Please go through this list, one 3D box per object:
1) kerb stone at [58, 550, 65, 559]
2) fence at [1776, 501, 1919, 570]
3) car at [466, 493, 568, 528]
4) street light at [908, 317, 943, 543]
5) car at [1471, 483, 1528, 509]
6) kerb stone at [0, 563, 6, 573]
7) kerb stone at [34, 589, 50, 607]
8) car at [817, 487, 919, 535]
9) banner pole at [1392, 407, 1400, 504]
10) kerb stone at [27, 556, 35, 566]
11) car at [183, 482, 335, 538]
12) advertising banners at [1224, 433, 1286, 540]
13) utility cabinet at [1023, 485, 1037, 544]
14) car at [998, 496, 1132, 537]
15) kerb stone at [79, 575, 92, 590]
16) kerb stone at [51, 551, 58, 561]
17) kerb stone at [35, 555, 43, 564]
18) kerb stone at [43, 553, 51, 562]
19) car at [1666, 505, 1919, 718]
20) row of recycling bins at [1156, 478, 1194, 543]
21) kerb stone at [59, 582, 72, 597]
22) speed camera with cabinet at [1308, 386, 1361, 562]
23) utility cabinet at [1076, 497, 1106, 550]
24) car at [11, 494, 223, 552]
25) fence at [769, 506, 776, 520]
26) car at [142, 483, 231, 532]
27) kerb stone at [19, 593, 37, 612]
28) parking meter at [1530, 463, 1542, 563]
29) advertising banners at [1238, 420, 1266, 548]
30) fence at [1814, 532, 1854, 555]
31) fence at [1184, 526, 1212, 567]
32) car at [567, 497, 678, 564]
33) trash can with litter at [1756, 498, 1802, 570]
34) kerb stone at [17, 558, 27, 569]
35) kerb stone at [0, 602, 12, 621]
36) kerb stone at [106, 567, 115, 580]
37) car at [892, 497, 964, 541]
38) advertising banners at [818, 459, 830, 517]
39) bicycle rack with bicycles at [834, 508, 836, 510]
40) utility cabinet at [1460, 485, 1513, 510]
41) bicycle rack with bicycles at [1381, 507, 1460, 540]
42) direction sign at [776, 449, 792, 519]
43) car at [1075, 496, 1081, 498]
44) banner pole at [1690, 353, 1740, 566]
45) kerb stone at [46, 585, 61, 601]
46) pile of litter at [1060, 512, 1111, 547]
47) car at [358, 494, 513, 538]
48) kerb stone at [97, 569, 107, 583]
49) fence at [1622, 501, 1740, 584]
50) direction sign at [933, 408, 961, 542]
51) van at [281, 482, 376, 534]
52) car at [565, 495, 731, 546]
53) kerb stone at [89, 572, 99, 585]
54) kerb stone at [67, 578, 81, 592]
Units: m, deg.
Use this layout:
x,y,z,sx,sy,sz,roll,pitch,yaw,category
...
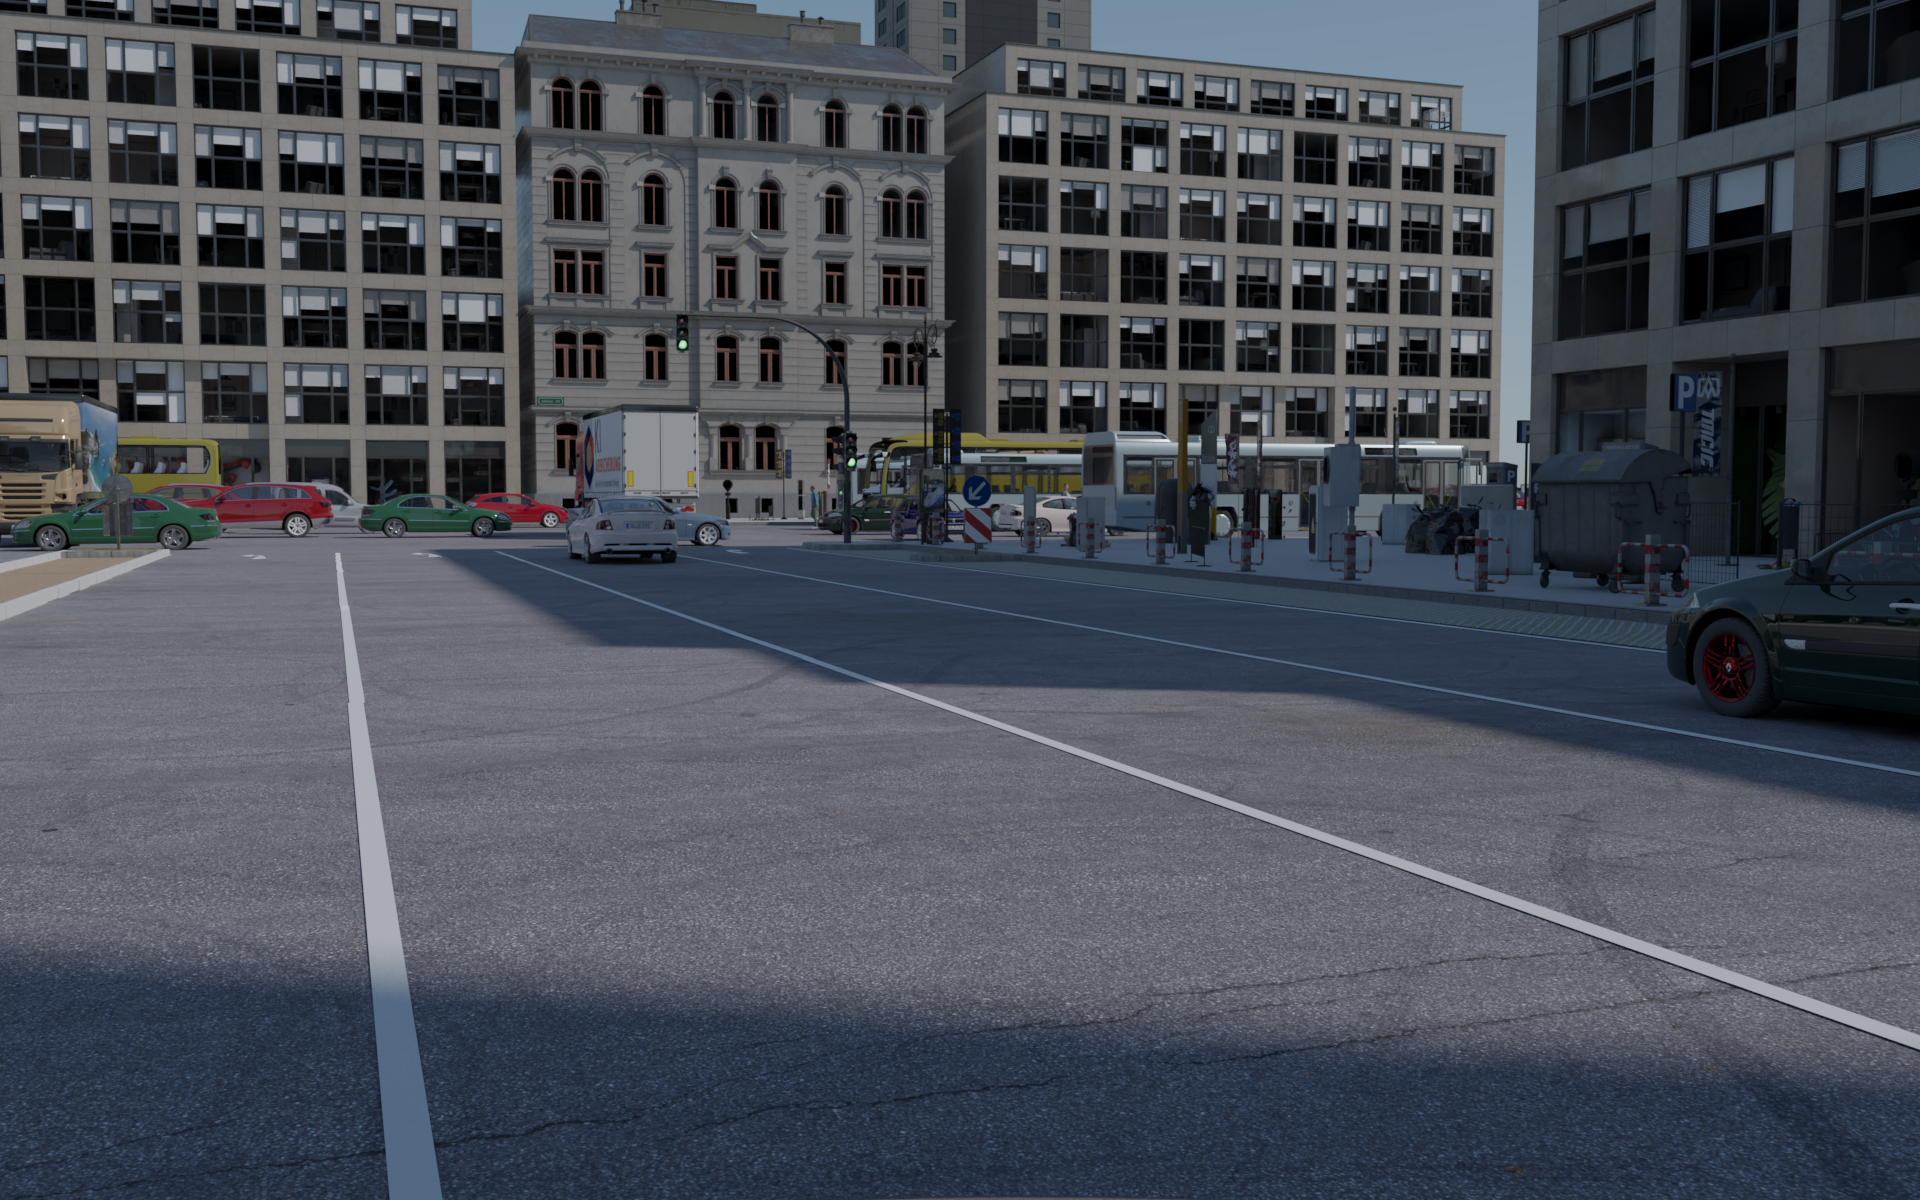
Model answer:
x,y,z,sx,sy,sz,roll,pitch,yaw,category
-19.881,-0.973,38.098,0.120,0.150,1.000,-1,4,-20,kerb stone
10.878,-0.575,20.604,2.264,1.192,0.480,1,4,17,fence
-18.831,-3.953,73.671,4.494,1.783,2.155,-1,4,-19,car
-0.907,-4.443,45.433,0.468,5.910,1.993,-1,4,-20,street light
18.583,-3.337,63.226,2.281,1.827,5.304,-1,4,-22,car
-17.776,-0.617,32.285,0.120,0.150,1.000,-1,4,-20,kerb stone
-11.901,-0.007,22.305,0.120,0.150,1.000,-1,4,-20,kerb stone
-2.959,-3.164,61.522,4.222,1.686,2.009,-1,4,-21,car
12.462,-3.642,49.561,0.401,3.779,0.863,0,4,2,banner pole
-18.478,-0.736,34.223,0.120,0.150,1.000,-1,4,-20,kerb stone
-23.436,-2.961,57.084,5.304,1.827,2.281,-1,4,-20,car
8.356,-3.244,49.219,2.074,3.025,0.090,3,5,44,advertising banners
1.811,-2.194,44.549,0.318,1.500,1.173,0,4,4,utility cabinet
3.669,-2.853,59.009,4.827,1.381,2.083,-1,4,-19,car
-13.305,-0.244,26.190,0.120,0.150,1.000,-1,4,-20,kerb stone
-19.533,-0.914,37.131,0.120,0.150,1.000,-1,4,-20,kerb stone
-18.825,-0.791,35.194,0.120,0.150,1.000,-1,4,-20,kerb stone
-19.185,-0.852,36.160,0.120,0.150,1.000,-1,4,-20,kerb stone
6.127,-0.027,10.226,2.009,1.686,4.222,-1,4,-19,car
5.786,-2.417,46.629,1.069,1.692,3.534,0,4,7,row of recycling bins
-12.606,-0.122,24.247,0.120,0.150,1.000,-1,4,-20,kerb stone
7.027,-2.338,32.570,0.660,3.252,2.038,0,4,1,speed camera with cabinet
3.052,-1.793,40.472,0.306,1.237,1.020,2,4,29,utility cabinet
-21.604,-1.998,44.467,4.920,1.459,2.131,-1,4,-19,car
-9.396,-4.330,86.168,0.278,0.683,2.069,0,4,0,fence
-28.783,-3.336,63.221,5.304,1.827,2.281,-1,4,-19,car
-11.548,0.052,21.340,0.120,0.150,1.000,-1,4,-20,kerb stone
10.831,-1.621,32.211,0.255,1.863,0.399,-2,4,-33,parking meter
7.029,-2.782,41.676,0.090,3.025,2.074,0,4,-2,advertising banners
13.853,-0.719,27.126,2.069,0.683,0.278,-3,4,-38,fence
4.342,-0.995,31.637,0.278,0.683,2.069,0,4,1,fence
-7.284,-1.519,37.191,2.083,1.381,4.827,-1,4,-20,car
14.507,-1.137,29.647,2.233,1.210,1.678,-2,4,-34,trash can with litter
-18.122,-0.676,33.253,0.120,0.150,1.000,-1,4,-20,kerb stone
-11.193,0.112,20.371,0.120,0.150,1.000,-1,4,-20,kerb stone
-14.373,-0.423,29.105,0.120,0.150,1.000,-1,4,-20,kerb stone
-0.837,-2.510,53.624,1.945,1.354,3.894,-1,4,-20,car
-6.641,-5.429,84.945,0.090,3.025,2.074,1,4,12,advertising banners
-5.232,-4.710,90.388,2.925,0.926,2.852,0,4,-8,bicycle rack with bicycles
12.330,-1.952,40.592,1.173,1.500,0.318,1,4,10,utility cabinet
13.124,-2.112,47.918,2.925,0.926,2.852,-3,5,-43,bicycle rack with bicycles
-8.920,-5.852,87.669,0.876,3.537,0.379,-2,4,-33,direction sign
5.710,-3.474,65.595,4.718,1.807,1.959,-1,4,-20,car
13.520,-2.504,30.955,0.863,3.779,0.401,1,4,16,banner pole
-12.262,-0.066,23.276,0.120,0.150,1.000,-1,4,-20,kerb stone
3.063,-1.732,42.283,1.176,0.858,1.719,0,4,-8,pile of litter
-17.383,-2.795,57.492,4.920,1.459,2.131,-1,4,-21,car
-14.022,-0.363,28.135,0.120,0.150,1.000,-1,4,-20,kerb stone
9.949,-0.763,23.683,0.480,1.192,2.264,-1,4,-13,fence
-0.345,-3.306,46.056,0.876,3.537,0.379,-2,4,-33,direction sign
-22.779,-3.402,62.626,4.112,2.044,2.013,-1,4,-21,van
-8.567,-2.184,47.715,4.499,1.417,2.014,-1,4,-18,car
-13.672,-0.303,27.157,0.120,0.150,1.000,-1,4,-20,kerb stone
-12.972,-0.180,25.212,0.120,0.150,1.000,-1,4,-20,kerb stone
